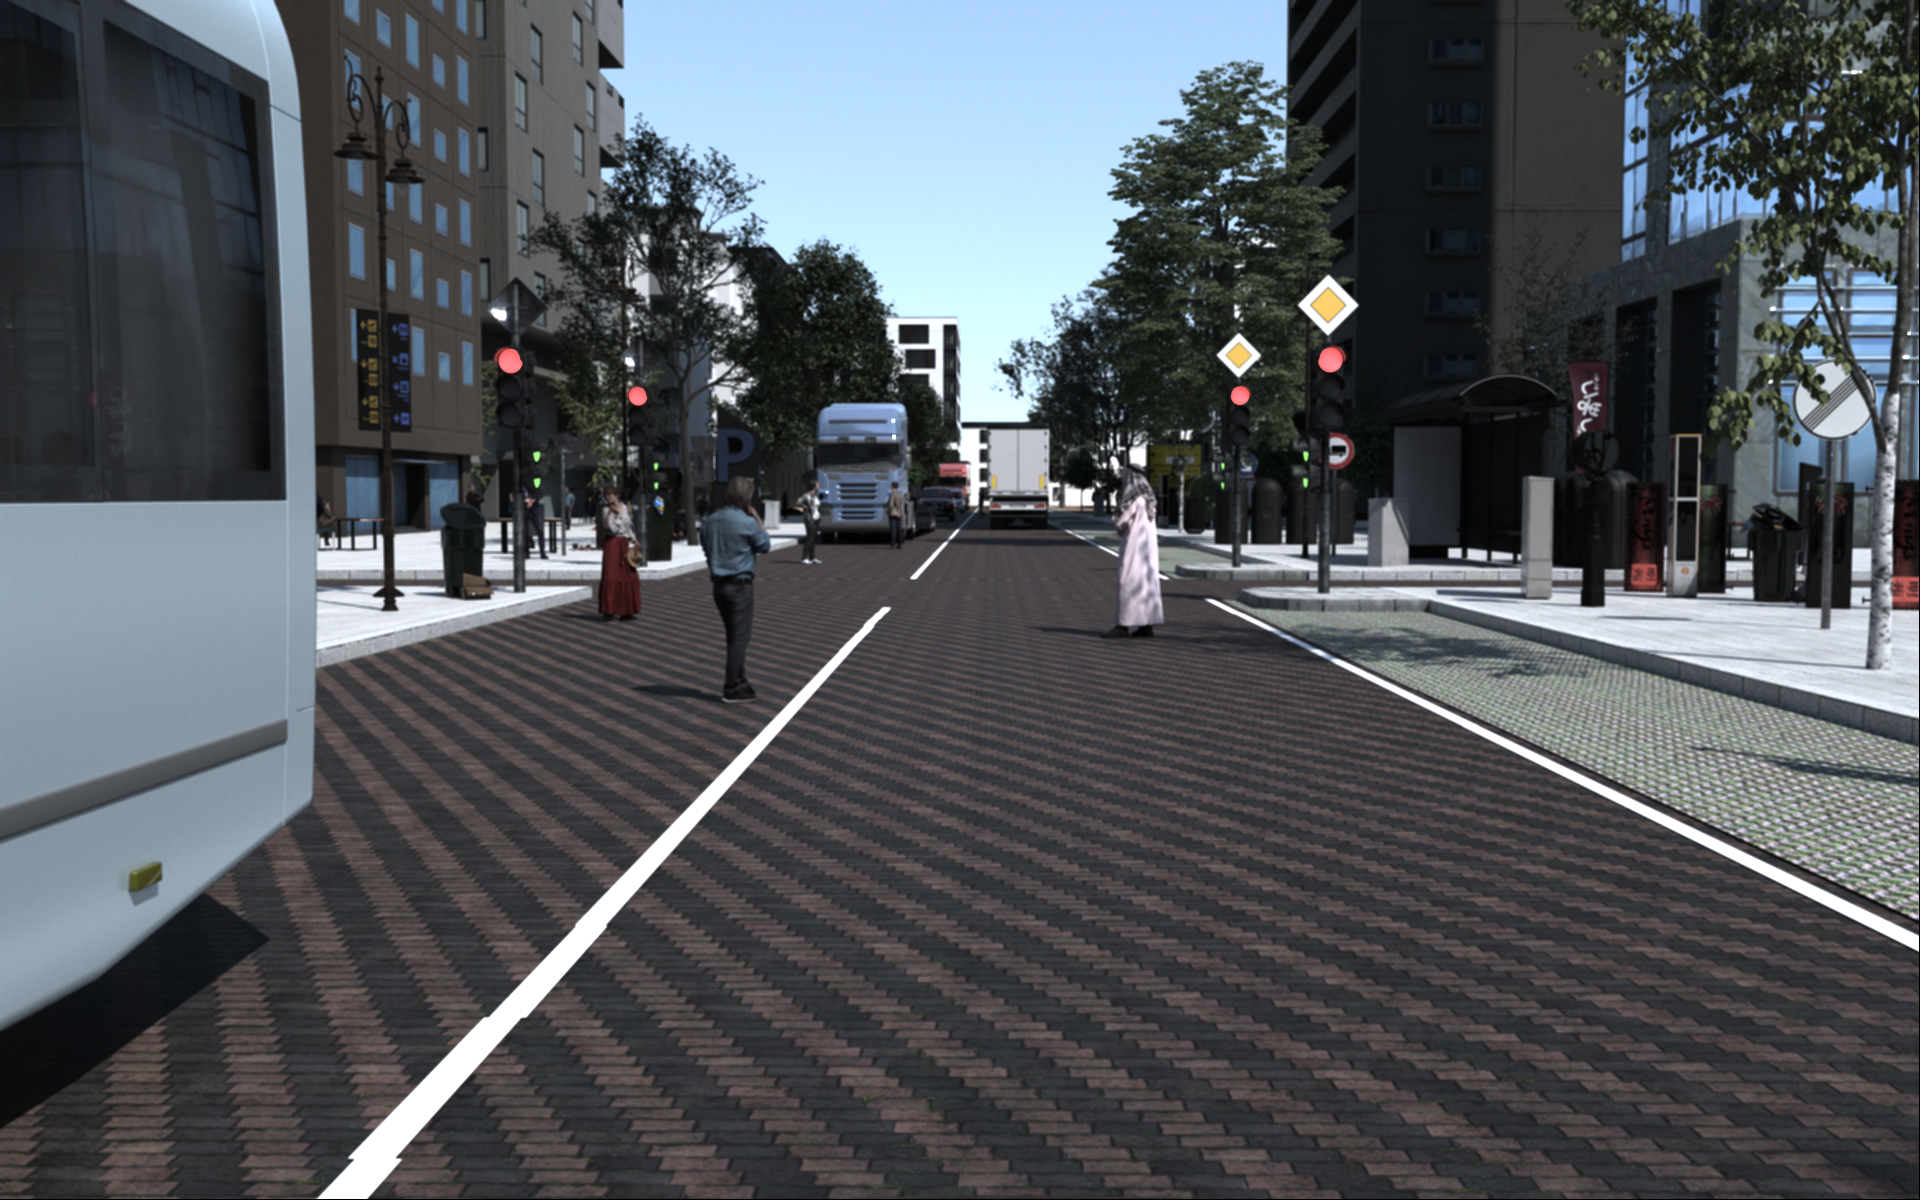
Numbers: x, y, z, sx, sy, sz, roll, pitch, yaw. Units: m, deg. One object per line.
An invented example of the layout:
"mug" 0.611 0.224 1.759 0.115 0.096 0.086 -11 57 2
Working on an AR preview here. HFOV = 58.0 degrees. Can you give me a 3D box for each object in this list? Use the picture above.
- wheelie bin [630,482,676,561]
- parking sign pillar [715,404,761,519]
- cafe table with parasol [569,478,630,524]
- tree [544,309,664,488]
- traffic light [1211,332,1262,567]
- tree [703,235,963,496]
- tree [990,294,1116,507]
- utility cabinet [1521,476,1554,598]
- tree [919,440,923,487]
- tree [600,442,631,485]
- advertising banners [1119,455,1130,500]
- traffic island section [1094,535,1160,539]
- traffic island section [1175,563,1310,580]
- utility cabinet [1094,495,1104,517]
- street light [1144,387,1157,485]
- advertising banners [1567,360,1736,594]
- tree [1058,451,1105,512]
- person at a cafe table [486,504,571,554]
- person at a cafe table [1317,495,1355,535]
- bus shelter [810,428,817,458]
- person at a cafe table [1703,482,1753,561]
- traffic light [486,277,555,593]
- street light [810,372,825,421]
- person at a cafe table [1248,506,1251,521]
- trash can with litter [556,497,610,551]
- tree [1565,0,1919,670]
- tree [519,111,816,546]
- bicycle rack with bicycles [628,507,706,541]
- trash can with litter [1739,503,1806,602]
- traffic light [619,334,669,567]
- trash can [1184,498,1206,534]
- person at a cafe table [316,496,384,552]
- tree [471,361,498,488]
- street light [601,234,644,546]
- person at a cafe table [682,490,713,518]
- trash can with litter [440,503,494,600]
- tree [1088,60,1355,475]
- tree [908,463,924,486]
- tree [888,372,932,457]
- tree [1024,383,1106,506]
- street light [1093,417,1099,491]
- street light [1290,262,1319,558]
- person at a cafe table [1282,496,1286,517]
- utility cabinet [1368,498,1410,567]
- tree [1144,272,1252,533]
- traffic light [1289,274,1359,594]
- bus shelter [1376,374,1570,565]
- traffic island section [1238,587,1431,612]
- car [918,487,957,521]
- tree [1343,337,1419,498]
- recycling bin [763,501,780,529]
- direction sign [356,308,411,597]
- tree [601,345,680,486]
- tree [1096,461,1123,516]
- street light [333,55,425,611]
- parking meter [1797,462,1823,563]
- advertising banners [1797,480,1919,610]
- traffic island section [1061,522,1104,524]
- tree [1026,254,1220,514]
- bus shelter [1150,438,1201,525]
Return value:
"wheelie bin" -5.903 -1.553 33.302 0.980 1.594 0.693 3 5 41
"parking sign pillar" -6.626 -3.870 51.752 1.447 3.967 1.447 0 4 4
"cafe table with parasol" -15.449 -4.246 74.285 2.610 1.966 2.610 1 4 14
"tree" -13.695 -7.151 67.276 4.737 8.622 4.395 0 3 0
"traffic light" 4.827 -2.528 30.252 0.839 4.253 0.868 0 4 1
"tree" -6.132 -9.774 76.819 9.611 12.733 9.660 0 3 0
"tree" 9.146 -19.036 167.131 12.611 20.169 13.585 0 3 0
"utility cabinet" 7.198 -0.789 21.575 0.318 1.500 1.173 1 4 15
"tree" -4.529 -14.186 182.306 4.360 8.622 3.978 0 3 0
"tree" -21.062 -7.304 103.131 4.285 4.588 4.351 0 3 0
"advertising banners" 7.415 -5.009 78.084 0.090 3.025 2.074 0 4 -7
"traffic island section" 5.329 -2.000 55.564 1.991 0.108 1.994 0 4 1
"traffic island section" 4.866 -0.494 30.366 2.009 0.180 2.903 0 4 1
"utility cabinet" 7.831 -5.292 97.692 0.306 1.237 1.020 1 4 23
"street light" 7.582 -5.909 69.407 0.468 5.910 1.993 0 4 1
"advertising banners" 8.970 -1.613 22.557 2.074 3.025 0.090 1 4 20
"tree" 8.923 -8.691 125.811 4.285 4.588 4.351 0 3 0
"person at a cafe table" -9.275 -1.621 37.371 1.698 1.238 1.726 -1 4 -20
"person at a cafe table" 11.008 -2.531 52.247 1.698 1.238 1.726 1 4 16
"bus shelter" -6.567 -6.991 91.937 2.179 5.291 8.768 0 4 1
"person at a cafe table" 14.919 -1.550 33.855 1.622 1.524 1.698 0 4 5
"traffic light" -5.718 -2.050 22.441 0.839 4.253 0.868 0 4 1
"street light" -5.394 -5.686 65.759 0.468 5.910 1.993 0 4 1
"person at a cafe table" 13.152 -4.526 82.522 1.698 1.524 1.622 1 4 17
"trash can with litter" -8.352 -1.758 39.804 2.233 1.210 1.678 3 4 36
"tree" 6.586 -3.808 12.624 4.737 8.622 4.395 0 3 0
"tree" -6.998 -6.638 42.940 7.601 10.594 8.767 0 4 3
"bicycle rack with bicycles" -8.203 -2.097 47.676 2.925 0.926 2.852 0 4 3
"trash can with litter" 9.943 -0.570 20.710 1.055 1.170 0.624 0 4 -7
"traffic light" -5.573 -2.538 30.425 0.839 4.253 0.868 0 4 1
"trash can" 7.552 -2.695 55.718 0.748 1.137 0.748 0 3 0
"person at a cafe table" -14.201 -1.740 39.315 1.698 1.238 1.726 1 4 22
"tree" -19.951 -7.197 68.036 4.737 8.622 4.395 0 3 0
"street light" -6.013 -3.562 31.020 0.468 5.910 1.993 0 4 1
"person at a cafe table" -13.557 -5.026 90.689 1.698 1.524 1.622 0 4 1
"trash can with litter" -6.023 -0.613 21.411 0.624 1.170 1.055 -2 4 -33
"tree" 6.869 -7.825 46.073 7.486 12.596 7.792 0 3 0
"tree" -5.014 -10.613 157.234 4.285 4.588 4.351 0 3 0
"tree" -5.161 -11.307 119.277 7.601 10.594 8.767 -3 5 -39
"tree" 10.647 -16.778 180.978 9.857 13.997 8.962 0 3 0
"street light" 8.170 -8.053 104.456 0.468 5.910 1.993 0 4 1
"street light" 6.946 -3.785 34.668 0.468 5.910 1.993 0 4 1
"person at a cafe table" 17.992 -5.368 96.280 1.622 1.524 1.698 -3 4 -38
"utility cabinet" 7.641 -1.207 30.893 0.306 1.237 1.020 3 5 42
"tree" 7.588 -6.562 57.653 4.360 8.622 3.978 0 3 0
"traffic light" 4.681 -2.040 22.269 0.839 4.253 0.868 0 4 1
"bus shelter" 9.296 -2.327 31.978 2.014 3.302 5.546 0 4 1
"traffic island section" 4.721 -0.006 22.382 2.009 0.180 2.903 0 4 1
"car" -1.280 -5.118 92.345 2.281 1.827 5.304 0 4 1
"tree" 19.503 -7.968 80.636 4.360 8.622 3.978 0 3 0
"recycling bin" -6.961 -3.094 63.138 0.722 1.027 0.722 0 4 3
"direction sign" -7.159 -1.810 21.598 0.379 3.537 0.876 2 4 25
"tree" -15.040 -8.049 81.961 4.360 8.622 3.978 0 3 0
"tree" 8.699 -6.490 100.710 1.663 3.219 1.824 0 3 0
"street light" -6.271 -2.819 18.874 0.468 5.910 1.993 0 4 1
"parking meter" 15.655 -1.600 31.875 0.399 1.863 0.255 1 4 16
"advertising banners" 10.411 -1.401 19.088 2.074 3.025 0.090 1 4 18
"traffic island section" 5.821 -3.648 82.504 1.991 0.108 1.994 0 4 1
"tree" 8.564 -10.960 89.563 12.009 13.543 11.850 0 3 0
"bus shelter" 9.207 -5.087 74.449 1.731 3.624 6.357 0 4 1
